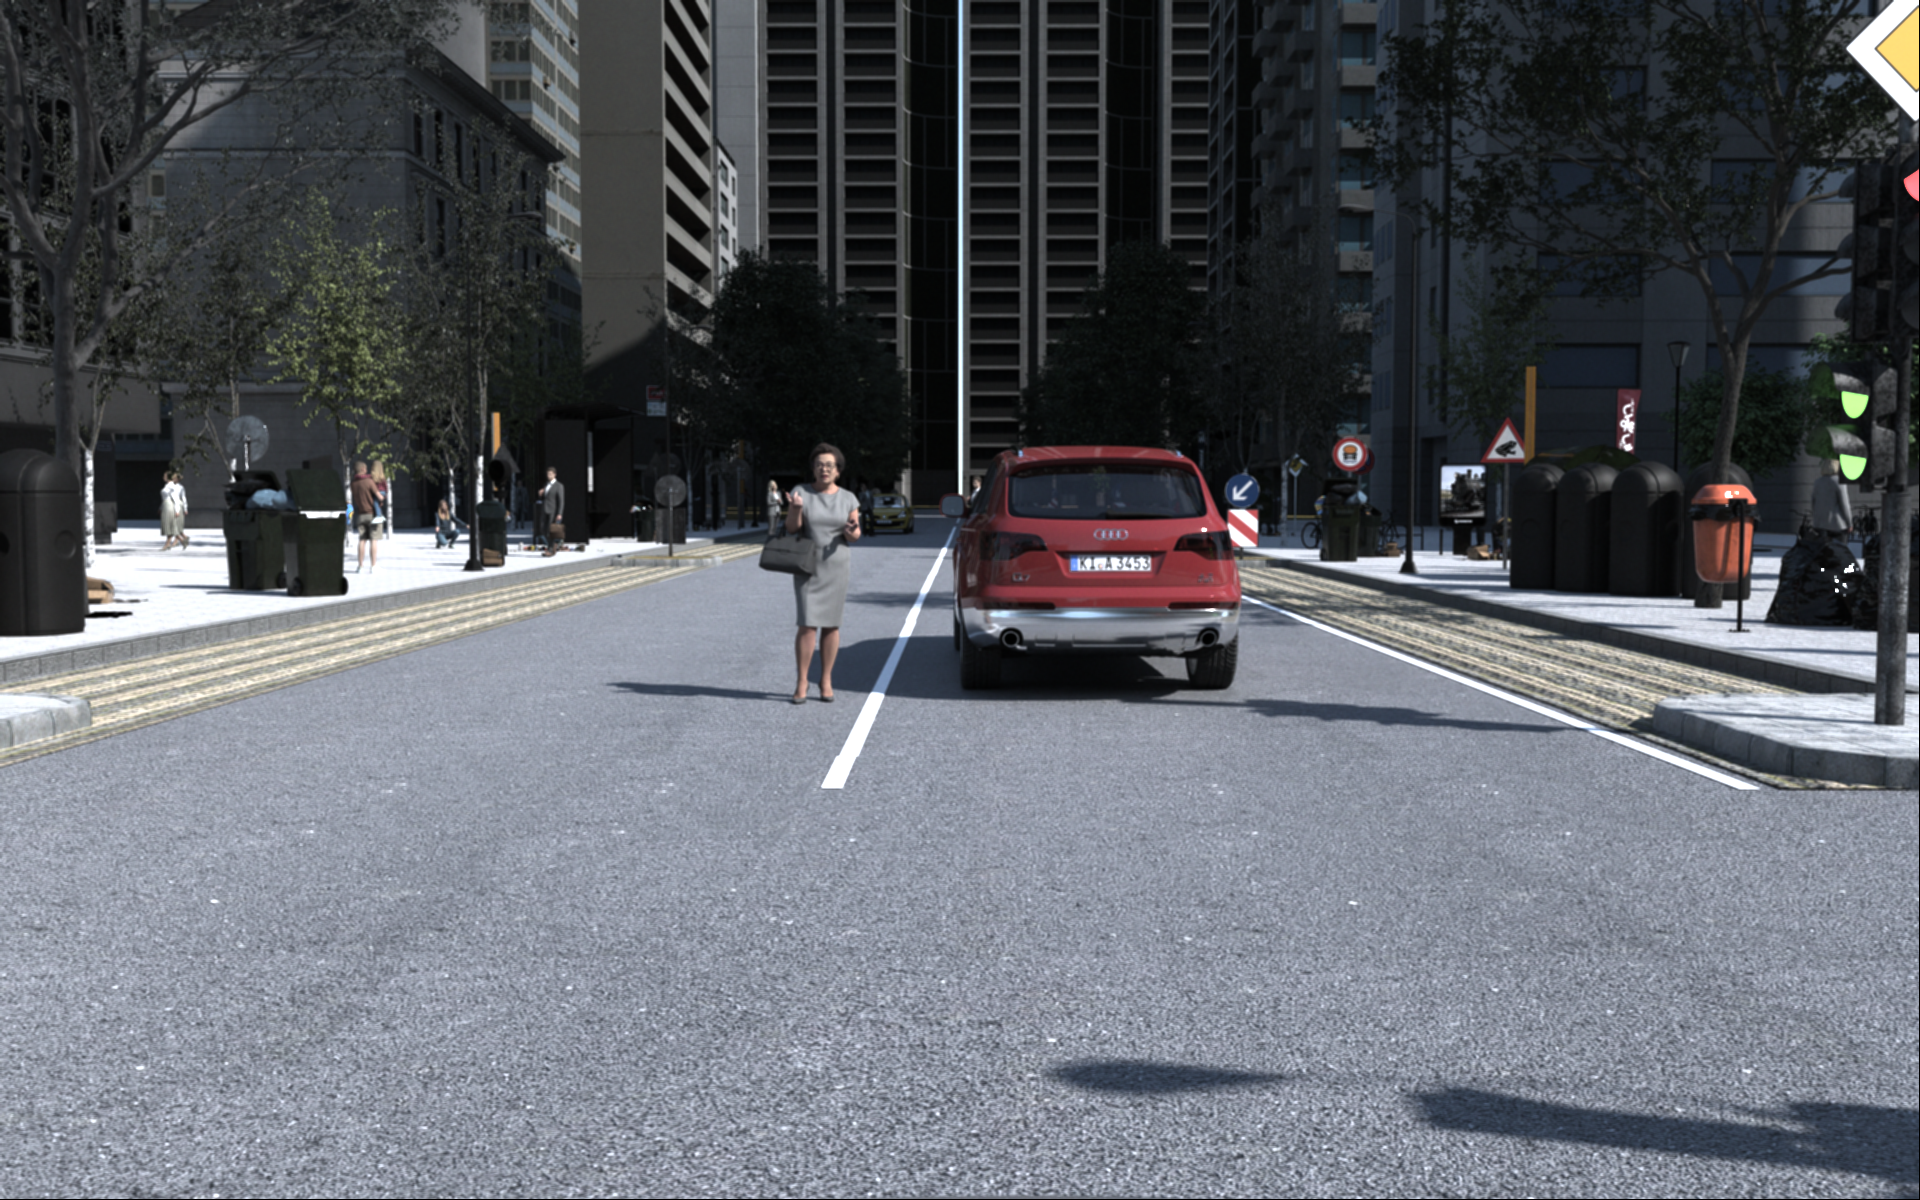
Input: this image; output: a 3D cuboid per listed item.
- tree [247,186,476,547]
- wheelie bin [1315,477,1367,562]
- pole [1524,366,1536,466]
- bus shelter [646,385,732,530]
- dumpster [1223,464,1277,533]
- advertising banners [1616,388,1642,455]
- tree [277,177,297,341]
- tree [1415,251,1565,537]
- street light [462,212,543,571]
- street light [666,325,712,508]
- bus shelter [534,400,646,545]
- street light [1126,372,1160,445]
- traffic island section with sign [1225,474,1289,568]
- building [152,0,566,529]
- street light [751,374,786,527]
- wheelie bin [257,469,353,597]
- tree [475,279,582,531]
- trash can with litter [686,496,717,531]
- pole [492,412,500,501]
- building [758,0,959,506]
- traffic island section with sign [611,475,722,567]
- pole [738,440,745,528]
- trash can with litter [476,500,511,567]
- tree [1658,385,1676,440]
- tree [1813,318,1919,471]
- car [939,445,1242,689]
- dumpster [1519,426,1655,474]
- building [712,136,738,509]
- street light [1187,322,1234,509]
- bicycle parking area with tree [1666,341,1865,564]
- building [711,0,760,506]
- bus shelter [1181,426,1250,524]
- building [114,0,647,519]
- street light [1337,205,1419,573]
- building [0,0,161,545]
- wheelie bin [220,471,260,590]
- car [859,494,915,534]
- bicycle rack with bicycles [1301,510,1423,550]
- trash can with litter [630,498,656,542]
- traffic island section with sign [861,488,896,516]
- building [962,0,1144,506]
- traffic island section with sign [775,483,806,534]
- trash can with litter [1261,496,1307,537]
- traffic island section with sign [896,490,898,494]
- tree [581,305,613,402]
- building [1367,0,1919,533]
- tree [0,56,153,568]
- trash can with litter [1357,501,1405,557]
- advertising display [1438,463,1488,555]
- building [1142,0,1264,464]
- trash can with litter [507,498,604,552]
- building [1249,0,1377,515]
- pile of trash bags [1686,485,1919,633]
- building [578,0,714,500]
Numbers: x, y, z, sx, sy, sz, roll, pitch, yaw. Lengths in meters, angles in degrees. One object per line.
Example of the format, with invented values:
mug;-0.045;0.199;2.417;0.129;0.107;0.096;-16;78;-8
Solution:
tree;-14.719;-5.561;41.285;4.737;8.622;4.395;0;3;0
wheelie bin;7.275;-1.534;32.984;0.980;1.594;0.693;0;4;-3
pole;9.133;-2.077;27.805;0.158;3.312;0.155;0;3;0
bus shelter;-10.466;-5.444;66.640;2.179;5.291;8.768;0;4;0
dumpster;9.452;-3.303;56.491;1.502;2.255;1.985;0;4;0
advertising banners;10.336;-1.970;28.400;2.074;3.025;0.090;-1;4;-21
tree;-15.323;-5.221;35.733;4.360;8.622;3.978;0;3;0
tree;15.951;-6.207;51.840;4.737;8.622;4.395;0;3;0
street light;-7.579;-3.435;28.710;1.470;5.913;1.316;0;4;0
street light;-7.531;-4.603;47.795;1.470;5.913;1.316;0;4;0
bus shelter;-9.841;-3.380;46.540;1.731;3.624;6.357;0;4;0
street light;6.992;-5.705;65.817;1.470;5.913;1.316;0;4;0
traffic island section with sign;5.369;-1.572;34.334;1.989;1.847;2.006;0;4;0
building;-24.520;-13.057;64.393;10.553;20.767;40.483;0;4;0
street light;-7.402;-5.770;66.881;1.470;5.913;1.316;0;4;0
wheelie bin;-8.190;-0.853;21.851;0.980;1.594;0.693;-3;5;-42
tree;-15.533;-6.698;59.868;4.737;8.622;4.395;0;3;0
trash can with litter;-8.976;-3.023;60.485;1.678;1.210;2.233;1;4;13
pole;-11.611;-3.031;43.400;0.158;3.312;0.155;0;3;0
building;-10.471;-45.846;187.832;20.611;71.187;20.563;0;4;0
traffic island section with sign;-5.847;-1.604;34.849;1.989;1.847;2.006;0;4;0
pole;-8.241;-4.368;65.255;0.158;3.312;0.155;0;3;0
trash can with litter;-8.262;-1.186;30.784;0.624;1.170;1.055;-1;4;-19
tree;17.538;-3.390;39.138;4.285;4.588;4.351;0;3;0
tree;13.935;-2.574;25.802;4.285;4.588;4.351;0;3;0
car;0.976;-0.343;14.285;2.281;1.827;5.304;0;4;-1
dumpster;9.282;-1.425;25.799;1.502;2.255;1.985;0;4;0
building;-25.736;-22.703;142.895;14.107;30.474;14.160;0;4;0
street light;6.826;-4.551;46.943;1.470;5.913;1.316;0;4;0
bicycle parking area with tree;16.084;-2.788;32.583;8.231;4.147;9.016;1;4;13
building;-34.878;-39.572;189.006;28.212;58.520;21.231;0;4;0
bus shelter;9.215;-4.366;62.675;1.731;3.624;6.357;0;4;0
building;-34.773;-24.758;96.679;32.217;40.220;23.993;0;4;0
street light;6.754;-3.391;27.978;1.470;5.913;1.316;0;4;0
building;-27.122;-14.567;31.676;14.314;27.812;24.014;0;4;0
wheelie bin;-9.443;-0.939;23.256;0.980;1.594;0.693;1;4;16
car;-2.619;-3.236;63.136;2.015;1.641;3.980;0;4;2
bicycle rack with bicycles;9.332;-1.653;40.415;2.925;0.926;2.852;-1;4;-15
trash can with litter;-8.427;-2.141;46.390;0.624;1.170;1.055;0;4;2
traffic island section with sign;-5.373;-6.322;111.989;1.989;1.847;2.006;0;4;0
building;10.591;-45.874;188.284;20.611;71.187;20.563;0;4;0
traffic island section with sign;-5.694;-3.292;62.448;1.989;1.847;2.006;0;4;0
trash can with litter;9.857;-2.591;53.422;1.678;1.210;2.233;1;4;10
traffic island section with sign;-5.215;-7.970;138.944;1.989;1.847;2.006;0;4;0
tree;-15.607;-7.192;67.950;4.737;8.622;4.395;0;3;0
building;27.770;-32.264;69.513;21.231;58.520;28.212;0;4;0
tree;-15.039;-4.875;30.065;4.360;8.622;3.978;0;3;0
trash can with litter;8.492;-1.465;35.348;1.055;1.170;0.624;-1;4;-18
advertising display;10.529;-1.900;36.285;0.974;1.923;0.123;1;4;12
building;31.483;-45.856;188.005;20.611;71.187;20.563;0;4;0
trash can with litter;-9.070;-1.697;38.798;2.233;1.210;1.678;1;4;22
building;31.256;-30.126;112.175;23.786;49.044;30.456;0;4;0
pile of trash bags;8.568;-0.423;16.662;3.447;1.369;1.912;-1;4;-14
building;-29.262;-30.321;119.457;21.300;48.544;21.600;0;4;0
